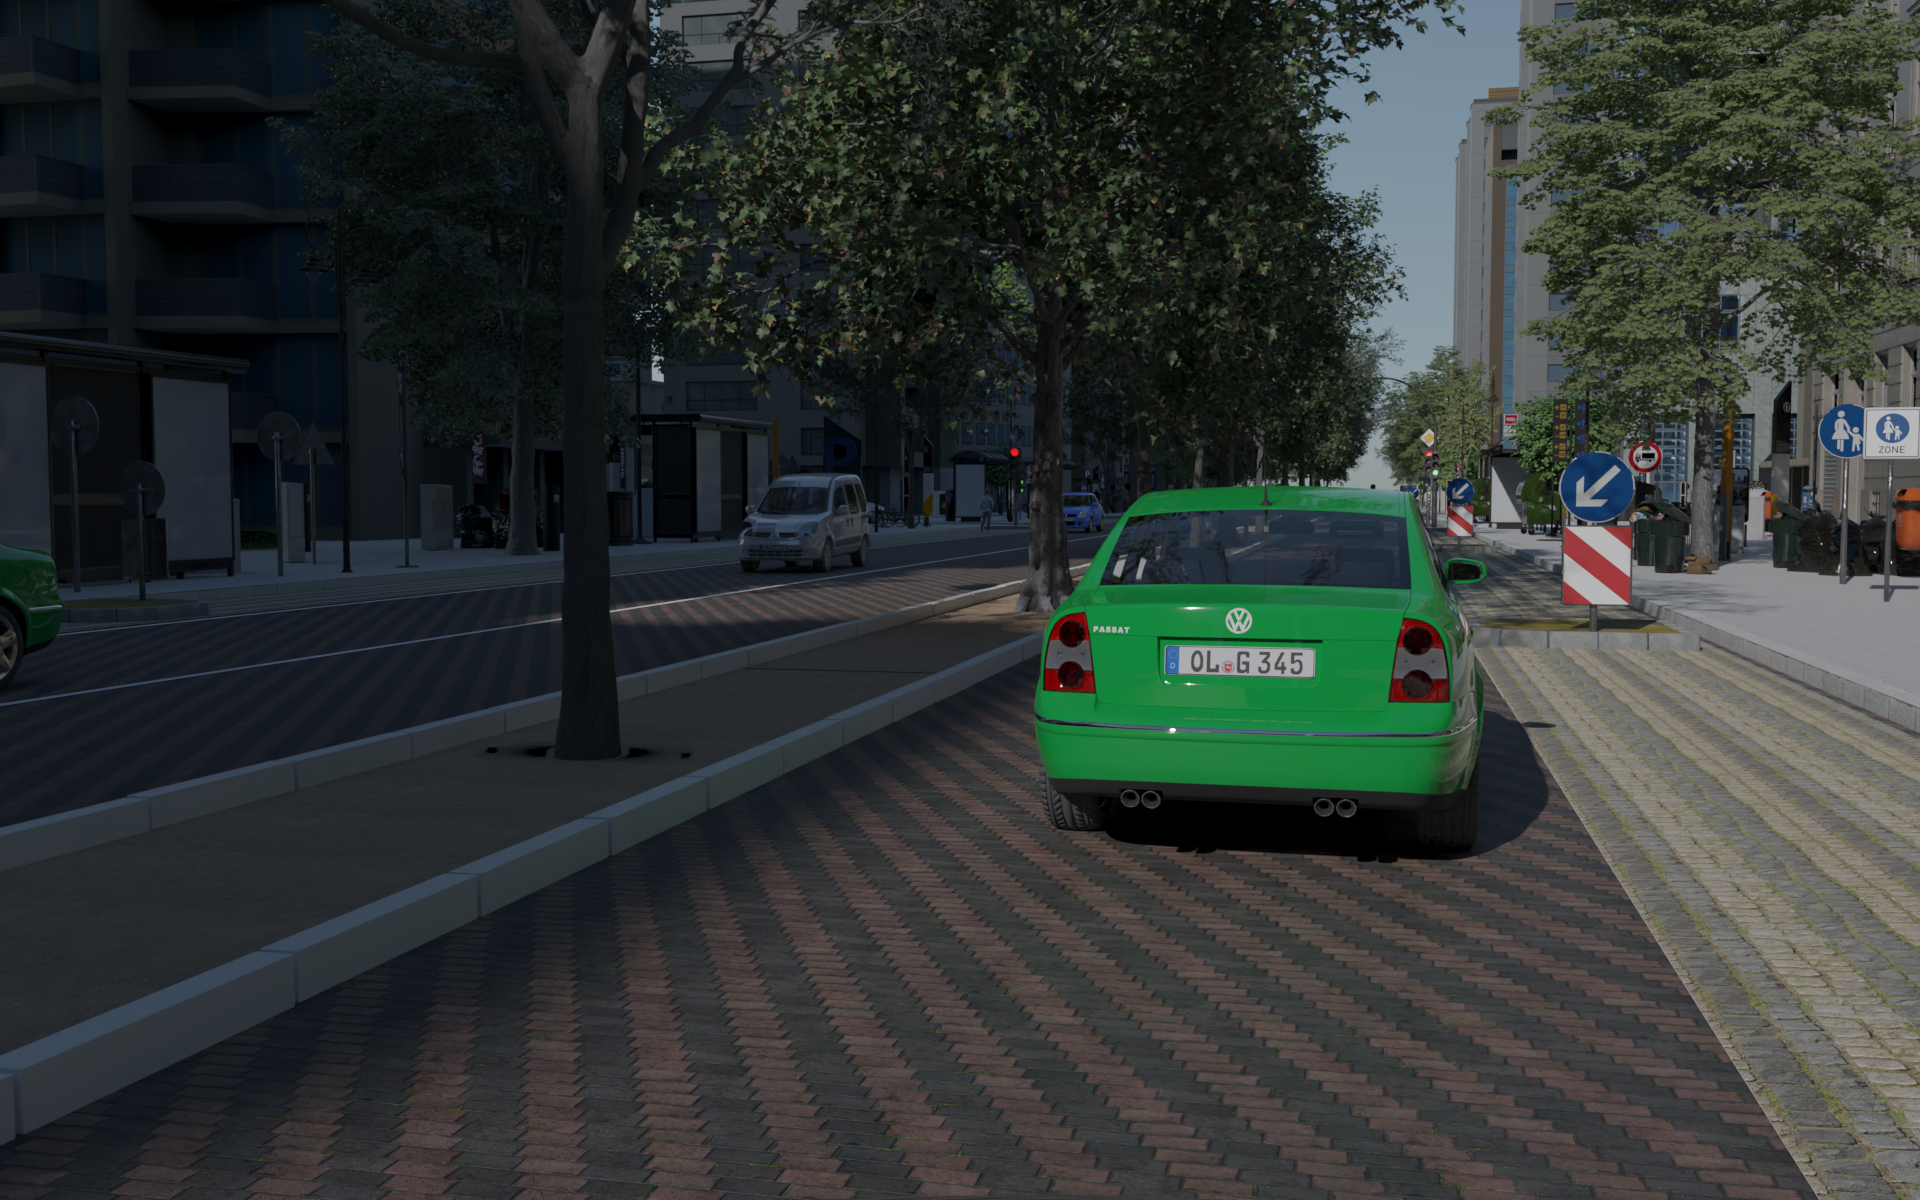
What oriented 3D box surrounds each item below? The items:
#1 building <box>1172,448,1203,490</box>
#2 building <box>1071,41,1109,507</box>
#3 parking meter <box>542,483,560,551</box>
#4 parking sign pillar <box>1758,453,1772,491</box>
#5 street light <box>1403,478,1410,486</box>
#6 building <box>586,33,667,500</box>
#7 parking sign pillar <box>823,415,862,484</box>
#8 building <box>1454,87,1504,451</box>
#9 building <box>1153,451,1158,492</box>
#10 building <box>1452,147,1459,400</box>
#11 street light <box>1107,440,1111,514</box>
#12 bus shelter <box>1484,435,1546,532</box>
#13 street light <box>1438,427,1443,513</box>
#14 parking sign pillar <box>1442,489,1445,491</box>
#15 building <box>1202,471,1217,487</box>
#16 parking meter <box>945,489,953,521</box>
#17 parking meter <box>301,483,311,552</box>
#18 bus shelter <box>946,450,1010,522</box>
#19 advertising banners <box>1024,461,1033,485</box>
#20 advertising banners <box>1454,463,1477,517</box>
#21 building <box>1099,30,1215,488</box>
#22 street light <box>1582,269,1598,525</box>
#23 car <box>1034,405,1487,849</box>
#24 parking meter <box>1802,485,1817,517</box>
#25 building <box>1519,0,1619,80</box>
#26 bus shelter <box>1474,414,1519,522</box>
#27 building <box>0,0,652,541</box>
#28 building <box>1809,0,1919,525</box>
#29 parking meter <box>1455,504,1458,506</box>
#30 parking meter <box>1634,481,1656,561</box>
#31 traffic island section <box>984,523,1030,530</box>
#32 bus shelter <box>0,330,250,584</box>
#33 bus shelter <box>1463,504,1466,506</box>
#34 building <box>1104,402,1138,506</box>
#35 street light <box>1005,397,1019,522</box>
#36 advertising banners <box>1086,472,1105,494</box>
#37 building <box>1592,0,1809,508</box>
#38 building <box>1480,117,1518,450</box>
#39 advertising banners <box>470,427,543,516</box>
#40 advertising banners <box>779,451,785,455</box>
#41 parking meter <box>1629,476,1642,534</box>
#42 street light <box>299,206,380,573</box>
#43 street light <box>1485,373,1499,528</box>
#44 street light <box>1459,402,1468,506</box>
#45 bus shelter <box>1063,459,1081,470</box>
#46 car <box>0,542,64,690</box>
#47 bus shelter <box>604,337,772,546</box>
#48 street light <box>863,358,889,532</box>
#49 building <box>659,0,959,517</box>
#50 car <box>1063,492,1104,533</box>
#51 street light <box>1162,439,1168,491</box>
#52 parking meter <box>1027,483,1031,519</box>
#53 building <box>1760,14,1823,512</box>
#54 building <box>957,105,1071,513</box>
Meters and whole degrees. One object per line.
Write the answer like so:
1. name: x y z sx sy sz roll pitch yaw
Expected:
1. building: 27.688 -29.363 251.782 14.160 30.474 14.107 1 4 13
2. building: 6.088 -31.311 162.051 14.600 45.320 14.200 1 4 13
3. parking meter: -9.202 -1.871 38.995 0.372 1.533 0.369 0 3 0
4. parking sign pillar: 51.241 -7.423 109.840 1.447 3.967 1.447 -1 4 -12
5. street light: 62.384 -16.432 241.457 0.468 5.910 1.993 1 4 13
6. building: -34.787 -31.725 107.938 27.495 52.752 28.713 1 4 13
7. parking sign pillar: -4.004 -4.317 59.048 1.447 3.967 1.447 0 4 3
8. building: 85.419 -43.676 256.107 21.231 58.520 28.212 1 4 13
9. building: 16.894 -31.819 203.835 14.154 41.232 14.086 1 4 13
10. building: 91.660 -45.356 283.571 21.231 58.520 28.212 1 4 13
11. street light: 9.295 -8.317 108.769 0.468 5.910 1.993 1 4 13
12. bus shelter: 19.560 -4.086 60.724 2.014 3.302 5.546 1 4 14
13. street light: 32.546 -8.842 117.347 0.468 5.910 1.993 1 4 13
14. parking sign pillar: 40.858 -9.563 144.828 1.447 3.967 1.447 -3 4 -37
15. building: 31.495 -27.482 294.371 27.650 21.520 28.899 1 4 13
16. parking meter: -0.497 -4.451 81.177 0.372 1.533 0.369 0 3 0
17. parking meter: -14.587 -1.832 38.369 0.372 1.533 0.369 0 3 0
18. bus shelter: 1.014 -5.355 81.485 2.014 3.302 5.546 1 4 14
19. advertising banners: 4.425 -5.891 92.501 2.074 3.025 0.090 0 4 6
20. advertising banners: 28.461 -6.109 96.063 2.074 3.025 0.090 1 4 15
21. building: 29.012 -50.752 268.041 20.563 71.187 20.611 1 4 13
22. street light: 12.919 -3.846 35.676 0.468 5.910 1.993 1 4 13
23. car: 1.591 0.017 8.513 1.959 1.807 4.718 1 4 15
24. parking meter: 23.998 -2.479 48.945 0.372 1.533 0.369 0 3 0
25. building: 61.564 -37.631 157.261 21.231 58.520 28.212 1 4 13
26. bus shelter: 26.201 -6.524 84.306 2.179 5.291 8.768 1 4 14
27. building: -26.419 -24.514 55.429 28.867 44.769 22.147 1 4 13
28. building: 30.985 -12.616 39.561 16.112 22.955 30.059 1 4 13
29. parking meter: 29.866 -6.002 103.846 0.399 1.863 0.255 -2 4 -27
30. parking meter: 13.212 -1.529 33.416 0.372 1.533 0.369 0 3 0
31. traffic island section: 2.268 -2.970 70.846 2.009 0.180 2.903 1 4 13
32. bus shelter: -13.061 -2.765 22.846 2.179 5.291 8.768 1 4 13
33. bus shelter: 35.117 -8.009 122.225 1.731 3.624 6.357 1 4 13
34. building: 5.141 -20.800 185.124 27.650 21.520 28.899 1 4 13
35. street light: 2.332 -6.510 79.221 0.468 5.910 1.993 1 4 13
36. advertising banners: 10.578 -8.617 137.070 2.074 3.025 0.090 -1 4 -10
37. building: 56.287 -49.668 124.741 22.319 86.520 31.000 1 4 13
38. building: 68.763 -33.790 202.577 14.600 45.320 14.200 1 4 13
39. advertising banners: -11.758 -2.976 44.839 2.074 3.025 0.090 -3 4 -38
40. advertising banners: -7.656 -4.522 70.130 0.090 3.025 2.074 2 4 27
41. parking meter: 21.928 -3.091 56.254 0.255 1.863 0.399 2 4 35
42. street light: -10.025 -3.385 28.140 0.468 5.910 1.993 1 4 13
43. street light: 20.277 -5.704 66.044 0.468 5.910 1.993 1 4 13
44. street light: 25.249 -6.988 87.035 0.468 5.910 1.993 1 4 13
45. bus shelter: 5.369 -6.335 97.505 2.014 3.302 5.546 1 4 14
46. car: -8.118 -0.152 11.282 1.959 1.807 4.718 1 4 14
47. bus shelter: -7.400 -4.222 46.656 2.179 5.291 8.768 1 4 13
48. street light: -2.810 -5.212 58.009 0.468 5.910 1.993 1 4 13
49. building: -8.474 -20.212 102.170 14.160 30.474 14.107 1 4 13
50. car: 4.332 -3.406 65.284 1.945 1.707 3.694 1 4 14
51. street light: 16.488 -10.130 138.417 0.468 5.910 1.993 1 4 13
52. parking meter: 3.648 -5.165 90.162 0.255 1.863 0.399 0 4 -5
53. building: 56.088 -26.308 84.753 28.867 44.769 22.147 1 4 13
54. building: -4.294 -35.978 130.244 21.231 58.520 28.212 1 4 13
